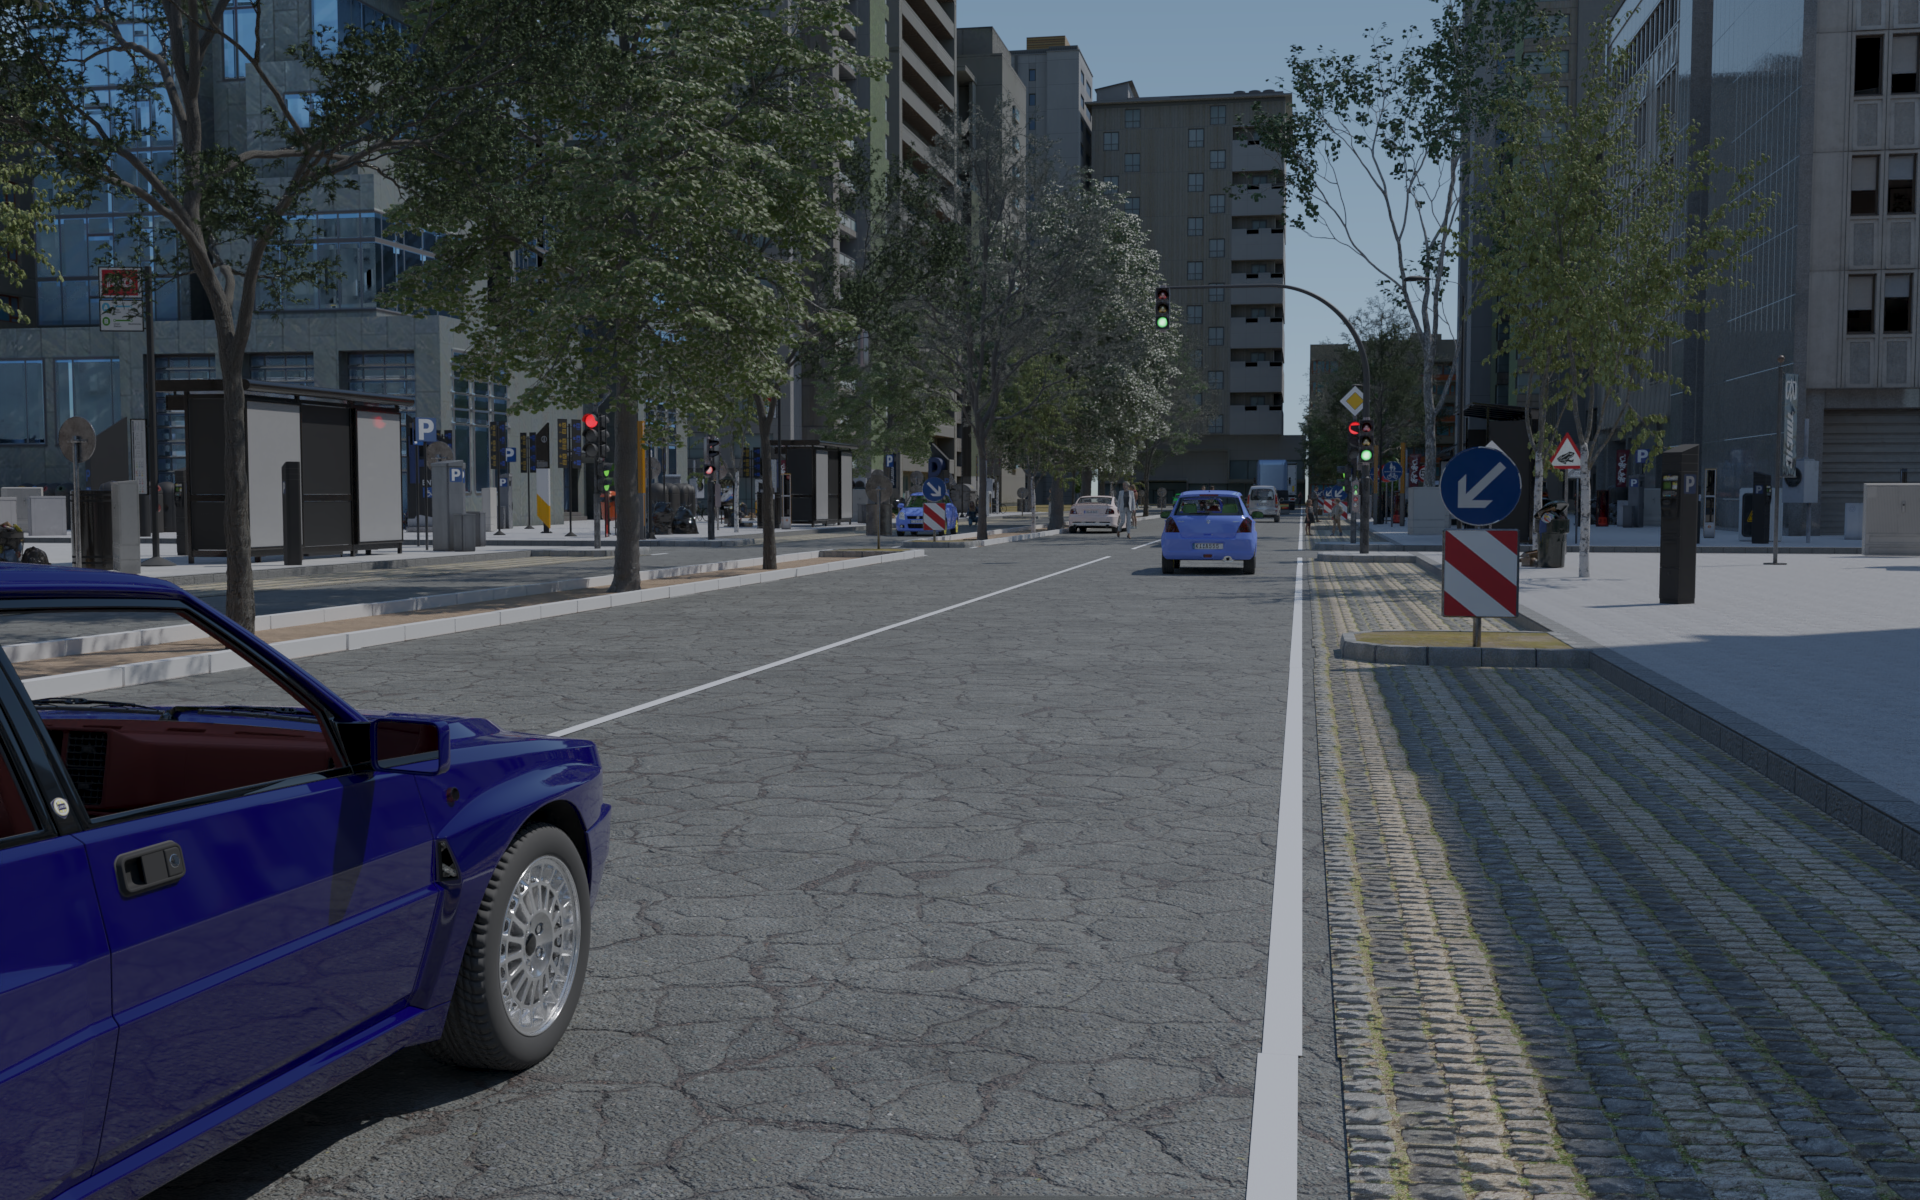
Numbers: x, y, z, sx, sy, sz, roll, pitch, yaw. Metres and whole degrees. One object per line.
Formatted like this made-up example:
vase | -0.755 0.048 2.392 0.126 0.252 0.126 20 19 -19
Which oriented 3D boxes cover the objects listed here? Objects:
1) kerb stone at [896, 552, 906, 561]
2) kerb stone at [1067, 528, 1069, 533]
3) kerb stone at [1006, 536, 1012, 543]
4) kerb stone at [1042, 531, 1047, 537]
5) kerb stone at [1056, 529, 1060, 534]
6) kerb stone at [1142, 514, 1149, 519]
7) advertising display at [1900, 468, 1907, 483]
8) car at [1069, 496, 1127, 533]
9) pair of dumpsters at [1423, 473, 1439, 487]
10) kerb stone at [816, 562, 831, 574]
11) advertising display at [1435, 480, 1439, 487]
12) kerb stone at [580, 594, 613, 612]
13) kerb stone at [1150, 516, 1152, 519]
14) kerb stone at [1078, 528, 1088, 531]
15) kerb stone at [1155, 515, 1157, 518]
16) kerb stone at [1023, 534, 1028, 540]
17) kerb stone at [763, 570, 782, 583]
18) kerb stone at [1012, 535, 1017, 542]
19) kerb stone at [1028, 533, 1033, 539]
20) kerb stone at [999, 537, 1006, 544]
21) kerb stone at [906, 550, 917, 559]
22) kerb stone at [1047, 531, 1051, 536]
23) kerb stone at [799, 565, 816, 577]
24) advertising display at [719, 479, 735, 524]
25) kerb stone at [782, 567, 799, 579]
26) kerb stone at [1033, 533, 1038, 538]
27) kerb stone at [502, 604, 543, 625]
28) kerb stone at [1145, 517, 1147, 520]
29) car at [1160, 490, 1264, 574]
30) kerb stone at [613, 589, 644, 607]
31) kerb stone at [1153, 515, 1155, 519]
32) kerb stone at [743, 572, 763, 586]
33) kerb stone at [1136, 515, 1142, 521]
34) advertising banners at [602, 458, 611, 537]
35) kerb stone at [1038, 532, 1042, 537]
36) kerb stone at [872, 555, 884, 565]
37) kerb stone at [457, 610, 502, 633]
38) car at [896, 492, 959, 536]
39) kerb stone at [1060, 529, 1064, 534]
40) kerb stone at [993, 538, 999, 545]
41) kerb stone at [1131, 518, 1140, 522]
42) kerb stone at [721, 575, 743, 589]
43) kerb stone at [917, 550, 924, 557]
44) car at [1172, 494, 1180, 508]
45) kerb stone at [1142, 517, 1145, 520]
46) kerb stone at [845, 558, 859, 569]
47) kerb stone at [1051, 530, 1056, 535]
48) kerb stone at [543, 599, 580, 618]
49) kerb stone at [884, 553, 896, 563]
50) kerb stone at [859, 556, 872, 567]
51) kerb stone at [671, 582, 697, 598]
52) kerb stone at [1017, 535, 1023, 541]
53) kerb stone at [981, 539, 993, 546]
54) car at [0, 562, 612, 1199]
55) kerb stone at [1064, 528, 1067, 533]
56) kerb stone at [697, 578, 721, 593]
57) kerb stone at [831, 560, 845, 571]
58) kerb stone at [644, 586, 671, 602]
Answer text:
kerb stone | -1.386 -0.933 37.466 0.120 0.150 1.000 1 4 11
kerb stone | 3.907 -2.570 64.211 0.120 0.150 1.000 1 4 11
kerb stone | 1.308 -1.764 51.115 0.120 0.150 1.000 1 4 11
kerb stone | 2.706 -2.198 58.164 0.120 0.150 1.000 1 4 11
kerb stone | 3.300 -2.383 61.190 0.120 0.150 1.000 1 4 11
kerb stone | 10.263 -4.539 96.410 0.120 0.150 1.000 1 4 11
advertising display | 23.712 -2.346 43.566 0.123 1.923 0.974 2 4 26
car | 5.185 -3.199 64.668 2.083 1.381 4.827 1 4 11
pair of dumpsters | 22.388 -4.777 80.598 1.574 2.255 4.437 1 4 11
kerb stone | -2.582 -0.559 31.434 0.120 0.150 1.000 1 4 11
advertising display | 21.459 -4.451 77.984 0.974 1.923 0.123 1 4 10
kerb stone | -4.569 0.051 21.392 0.120 0.150 1.000 1 4 11
kerb stone | 10.661 -4.656 98.417 0.120 0.150 1.000 1 4 11
kerb stone | 4.883 -2.875 69.241 0.120 0.150 1.000 1 4 11
kerb stone | 11.263 -4.844 101.429 0.120 0.150 1.000 1 4 11
kerb stone | 1.902 -1.953 54.128 0.120 0.150 1.000 1 4 11
kerb stone | -3.169 -0.381 28.421 0.120 0.150 1.000 1 4 11
kerb stone | 1.504 -1.829 52.118 0.120 0.150 1.000 1 4 11
kerb stone | 2.107 -2.015 55.139 0.120 0.150 1.000 1 4 11
kerb stone | 1.104 -1.707 50.097 0.120 0.150 1.000 1 4 11
kerb stone | -1.186 -0.992 38.470 0.120 0.150 1.000 1 4 11
kerb stone | 2.902 -2.262 59.184 0.120 0.150 1.000 1 4 11
kerb stone | -2.779 -0.496 30.429 0.120 0.150 1.000 1 4 11
advertising display | -9.966 -4.221 74.221 0.974 1.923 0.123 3 5 45
kerb stone | -2.984 -0.441 29.428 0.120 0.150 1.000 1 4 11
kerb stone | 2.305 -2.074 56.142 0.120 0.150 1.000 1 4 11
kerb stone | -4.963 0.173 19.369 0.120 0.150 1.000 1 4 11
kerb stone | 10.059 -4.478 95.408 0.120 0.150 1.000 1 4 11
car | 4.677 -1.388 32.279 1.945 1.707 3.694 1 4 10
kerb stone | -4.366 -0.012 22.394 0.120 0.150 1.000 1 4 11
kerb stone | 11.060 -4.785 100.424 0.120 0.150 1.000 1 4 11
kerb stone | -3.373 -0.320 27.420 0.120 0.150 1.000 1 4 11
kerb stone | 9.476 -4.293 92.379 0.120 0.150 1.000 1 4 11
advertising banners | -10.495 -3.373 51.339 0.090 3.025 2.074 0 4 -6
kerb stone | 2.500 -2.139 57.162 0.120 0.150 1.000 1 4 11
kerb stone | -1.794 -0.811 35.463 0.120 0.150 1.000 1 4 11
kerb stone | -5.165 0.238 18.367 0.120 0.150 1.000 1 4 11
car | -1.126 -3.083 59.992 1.945 1.707 3.694 1 4 9
kerb stone | 3.500 -2.445 62.192 0.120 0.150 1.000 1 4 11
kerb stone | 0.903 -1.645 49.094 0.120 0.150 1.000 1 4 11
kerb stone | 9.263 -4.231 91.379 0.120 0.150 1.000 1 4 11
kerb stone | -3.572 -0.258 26.417 0.120 0.150 1.000 1 4 11
kerb stone | -0.981 -1.057 39.476 0.120 0.150 1.000 1 4 11
car | 23.499 -10.685 183.491 1.959 1.807 4.718 1 4 10
kerb stone | 9.864 -4.416 94.395 0.120 0.150 1.000 1 4 11
kerb stone | -2.179 -0.688 33.448 0.120 0.150 1.000 1 4 11
kerb stone | 3.111 -2.321 60.185 0.120 0.150 1.000 1 4 11
kerb stone | -4.769 0.111 20.381 0.120 0.150 1.000 1 4 11
kerb stone | -1.585 -0.873 36.463 0.120 0.150 1.000 1 4 11
kerb stone | -1.988 -0.749 34.452 0.120 0.150 1.000 1 4 11
kerb stone | -3.967 -0.135 24.404 0.120 0.150 1.000 1 4 11
kerb stone | 1.707 -1.892 53.124 0.120 0.150 1.000 1 4 11
kerb stone | 0.709 -1.583 48.089 0.120 0.150 1.000 1 4 11
car | -2.134 0.564 3.361 1.945 1.354 3.894 1 4 13
kerb stone | 3.703 -2.508 63.209 0.120 0.150 1.000 1 4 11
kerb stone | -3.771 -0.196 25.411 0.120 0.150 1.000 1 4 11
kerb stone | -2.382 -0.626 32.436 0.120 0.150 1.000 1 4 11
kerb stone | -4.171 -0.074 23.403 0.120 0.150 1.000 1 4 11
